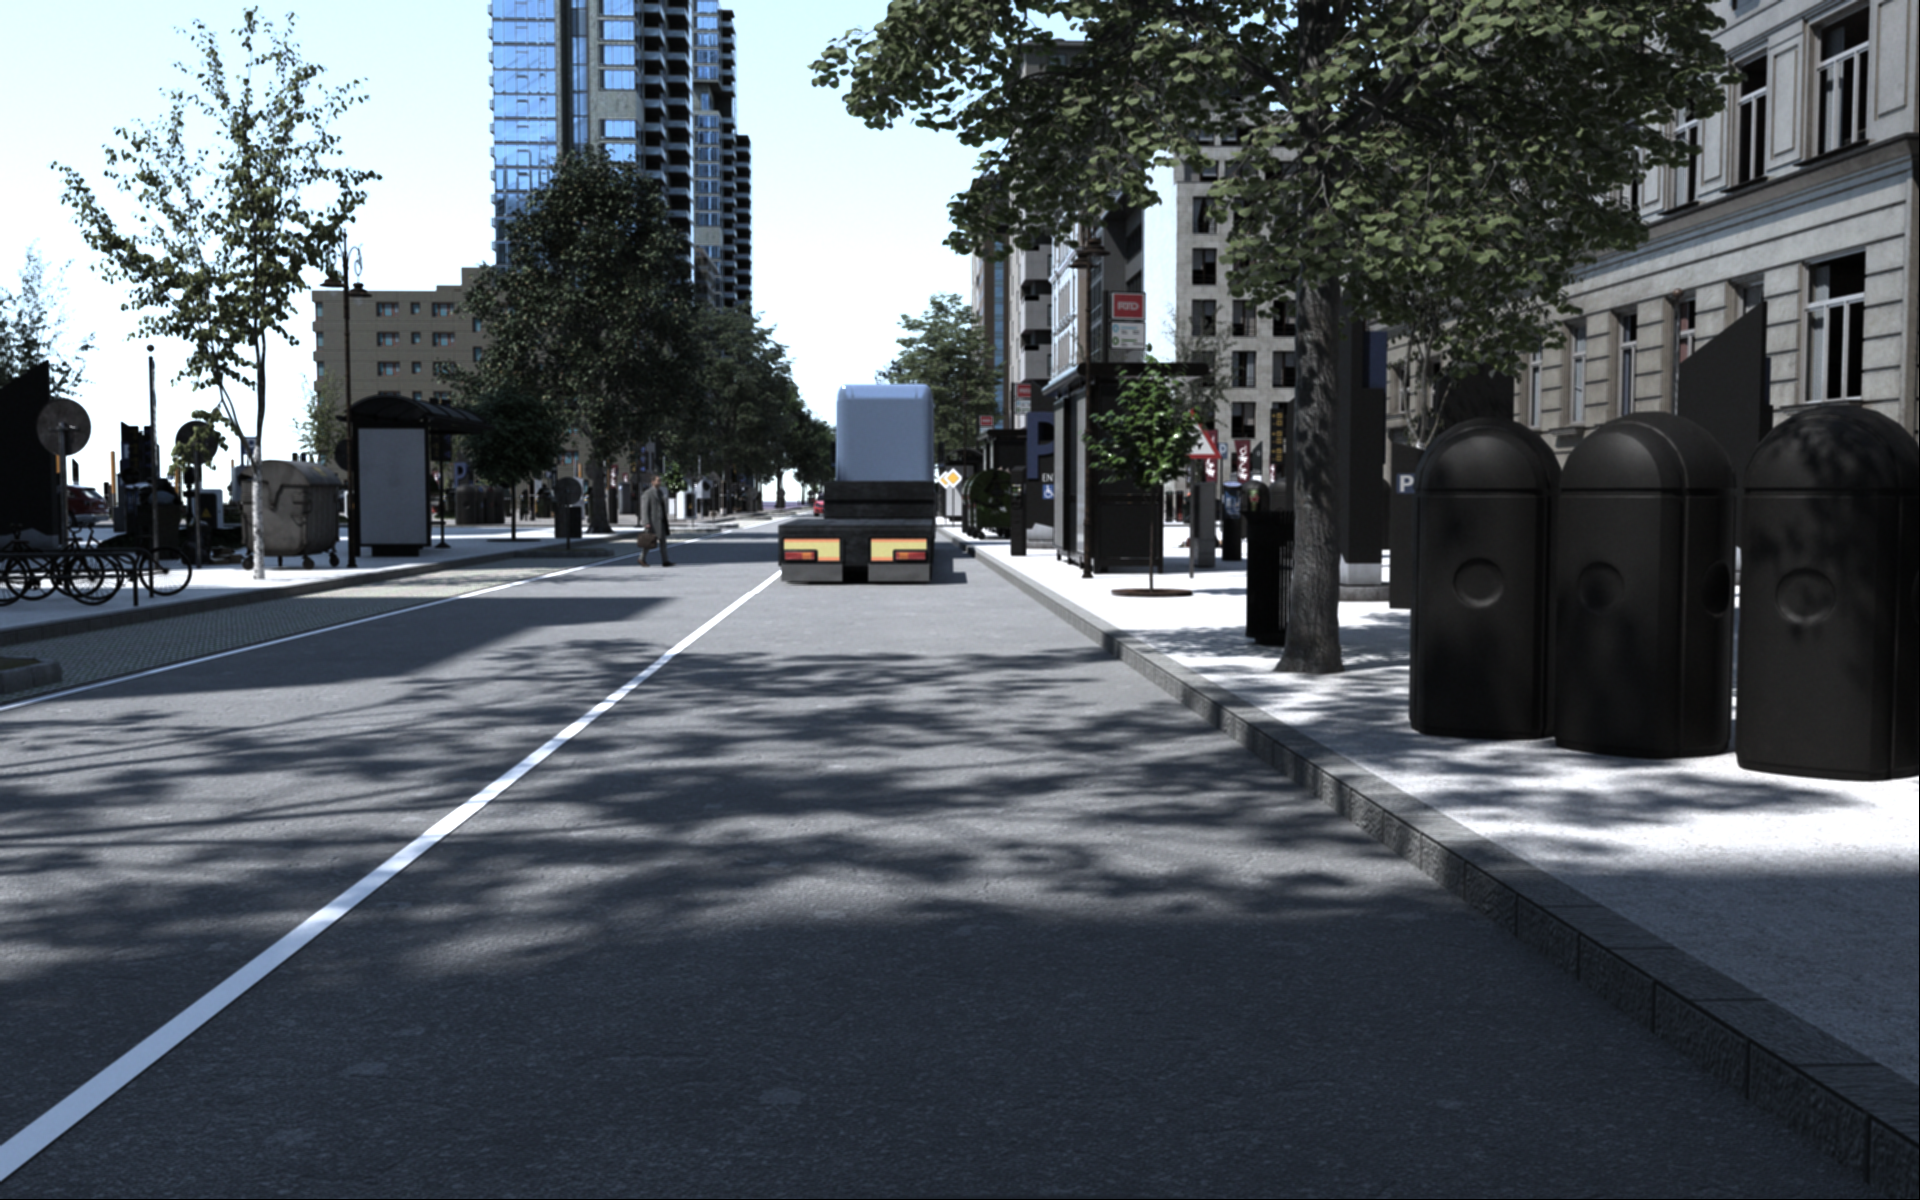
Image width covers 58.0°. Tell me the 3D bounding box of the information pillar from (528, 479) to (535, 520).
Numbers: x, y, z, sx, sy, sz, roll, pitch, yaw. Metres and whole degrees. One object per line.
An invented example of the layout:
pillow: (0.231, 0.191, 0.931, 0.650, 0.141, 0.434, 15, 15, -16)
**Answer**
information pillar: (-21.148, -4.958, 85.549, 0.304, 2.012, 0.304, -1, 4, -16)

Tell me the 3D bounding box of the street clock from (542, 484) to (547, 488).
street clock: (-29.260, -7.162, 121.663, 0.358, 2.002, 0.471, 2, 4, 25)

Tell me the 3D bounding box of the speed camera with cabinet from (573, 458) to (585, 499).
speed camera with cabinet: (-20.947, -6.161, 95.068, 0.660, 3.252, 2.038, -1, 4, -10)

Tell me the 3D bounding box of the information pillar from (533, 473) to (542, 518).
information pillar: (-23.053, -6.306, 94.452, 0.504, 3.616, 0.183, -2, 4, -31)

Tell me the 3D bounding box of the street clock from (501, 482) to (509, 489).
street clock: (-27.474, -6.121, 104.641, 0.471, 2.002, 0.358, 0, 4, 1)

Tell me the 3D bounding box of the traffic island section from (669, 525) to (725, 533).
traffic island section: (-10.120, -2.644, 65.505, 2.009, 0.180, 2.903, 0, 4, -3)

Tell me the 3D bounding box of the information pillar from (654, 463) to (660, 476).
information pillar: (-22.871, -8.524, 130.726, 0.504, 3.616, 0.183, 2, 4, 32)

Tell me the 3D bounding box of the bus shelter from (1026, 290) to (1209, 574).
bus shelter: (2.734, -3.318, 31.889, 2.179, 5.291, 8.768, 0, 4, -3)

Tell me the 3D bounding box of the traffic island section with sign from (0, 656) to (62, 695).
traffic island section with sign: (-7.803, -0.244, 12.623, 1.989, 1.847, 2.006, 0, 4, -3)

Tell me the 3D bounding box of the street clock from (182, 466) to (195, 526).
street clock: (-20.133, -2.489, 45.260, 0.358, 2.002, 0.471, -1, 4, -19)

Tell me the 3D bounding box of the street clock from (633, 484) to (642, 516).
street clock: (-18.687, -5.868, 100.506, 0.358, 2.002, 0.471, 3, 4, 36)

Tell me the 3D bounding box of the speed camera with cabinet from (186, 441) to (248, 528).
speed camera with cabinet: (-23.684, -3.746, 55.576, 2.038, 3.252, 0.660, -3, 4, -36)

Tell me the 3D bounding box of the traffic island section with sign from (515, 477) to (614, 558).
traffic island section with sign: (-8.978, -1.891, 39.553, 1.989, 1.847, 2.006, 0, 4, -3)

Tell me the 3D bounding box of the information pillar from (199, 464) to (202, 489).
information pillar: (-48.374, -7.270, 110.221, 0.183, 3.616, 0.504, 0, 4, 7)

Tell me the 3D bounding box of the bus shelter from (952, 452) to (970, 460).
bus shelter: (0.739, -6.607, 85.652, 2.179, 5.291, 8.768, 0, 4, -3)

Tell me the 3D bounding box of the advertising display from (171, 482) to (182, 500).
advertising display: (-43.785, -5.600, 96.774, 0.974, 1.923, 0.123, 3, 4, 39)

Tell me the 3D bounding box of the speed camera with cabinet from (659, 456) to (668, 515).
speed camera with cabinet: (-15.910, -5.905, 90.886, 0.660, 3.252, 2.038, -2, 4, -28)

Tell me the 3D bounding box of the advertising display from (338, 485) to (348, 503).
advertising display: (-43.629, -7.158, 122.248, 0.123, 1.923, 0.974, 3, 4, 36)

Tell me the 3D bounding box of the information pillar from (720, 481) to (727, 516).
information pillar: (-13.621, -5.820, 99.645, 0.304, 2.012, 0.304, -3, 5, -45)

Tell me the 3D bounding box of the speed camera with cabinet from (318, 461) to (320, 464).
speed camera with cabinet: (-38.457, -6.669, 103.377, 0.660, 3.252, 2.038, -1, 4, -22)

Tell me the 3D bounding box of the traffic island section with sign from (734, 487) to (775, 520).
traffic island section with sign: (-11.481, -5.353, 96.150, 1.989, 1.847, 2.006, 0, 4, -3)

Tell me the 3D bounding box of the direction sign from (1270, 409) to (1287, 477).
direction sign: (8.654, -3.296, 45.886, 0.876, 3.537, 0.379, 0, 4, 4)

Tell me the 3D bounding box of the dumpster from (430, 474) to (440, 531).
dumpster: (-13.826, -2.460, 42.713, 1.502, 2.255, 1.985, 0, 4, -2)

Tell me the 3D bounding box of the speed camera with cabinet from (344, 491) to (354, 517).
speed camera with cabinet: (-29.964, -5.689, 87.350, 2.038, 3.252, 0.660, 0, 4, 4)

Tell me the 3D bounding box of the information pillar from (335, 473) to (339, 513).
information pillar: (-21.562, -3.363, 59.482, 0.304, 2.012, 0.304, 1, 4, 18)

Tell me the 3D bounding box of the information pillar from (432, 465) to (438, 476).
information pillar: (-42.578, -9.122, 140.500, 0.504, 3.616, 0.183, -2, 4, -33)

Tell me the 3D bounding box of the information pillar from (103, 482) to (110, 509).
information pillar: (-51.377, -6.104, 104.294, 0.304, 2.012, 0.304, -1, 4, -20)

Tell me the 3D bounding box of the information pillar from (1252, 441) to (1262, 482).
information pillar: (13.105, -5.198, 76.343, 0.504, 3.616, 0.183, 3, 5, 44)

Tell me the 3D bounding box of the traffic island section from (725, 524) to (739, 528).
traffic island section: (-10.471, -3.132, 73.482, 2.009, 0.180, 2.903, 0, 4, -3)

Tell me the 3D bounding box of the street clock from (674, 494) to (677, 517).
street clock: (-16.185, -5.768, 98.877, 0.471, 2.002, 0.358, 0, 4, 1)

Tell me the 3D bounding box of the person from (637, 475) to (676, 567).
person: (-5.991, -1.563, 34.160, 0.767, 1.812, 0.694, 2, 4, 27)

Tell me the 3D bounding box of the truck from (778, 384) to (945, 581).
truck: (-1.765, -2.860, 36.528, 2.967, 4.110, 18.799, 0, 4, -1)

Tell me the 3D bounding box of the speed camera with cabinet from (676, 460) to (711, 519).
speed camera with cabinet: (-13.619, -5.763, 88.563, 0.660, 3.252, 2.038, 2, 4, 33)

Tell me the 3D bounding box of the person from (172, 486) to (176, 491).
person: (-30.512, -3.545, 67.136, 0.731, 1.740, 0.598, 0, 4, 8)

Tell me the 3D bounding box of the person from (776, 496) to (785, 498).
person: (-23.488, -13.298, 226.653, 1.217, 1.736, 0.721, 0, 4, -6)

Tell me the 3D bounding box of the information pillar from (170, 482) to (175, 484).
information pillar: (-49.794, -6.428, 109.593, 0.304, 2.012, 0.304, -1, 4, -16)

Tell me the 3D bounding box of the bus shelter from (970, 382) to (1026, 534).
bus shelter: (1.754, -5.042, 60.071, 2.179, 5.291, 8.768, 0, 4, -3)

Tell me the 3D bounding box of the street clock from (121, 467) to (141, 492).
street clock: (-22.538, -2.604, 47.139, 0.471, 2.002, 0.358, -1, 4, -19)

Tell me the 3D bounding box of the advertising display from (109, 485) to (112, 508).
advertising display: (-59.482, -7.114, 121.519, 0.123, 1.923, 0.974, -1, 4, -11)

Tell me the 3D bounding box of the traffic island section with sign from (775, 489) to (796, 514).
traffic island section with sign: (-12.667, -7.000, 123.079, 1.989, 1.847, 2.006, 0, 4, -3)

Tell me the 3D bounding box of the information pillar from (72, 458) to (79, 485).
information pillar: (-56.923, -7.348, 111.493, 0.183, 3.616, 0.504, 1, 4, 19)

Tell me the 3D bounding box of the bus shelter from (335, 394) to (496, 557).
bus shelter: (-11.770, -2.692, 37.936, 2.014, 3.302, 5.546, 0, 4, -3)

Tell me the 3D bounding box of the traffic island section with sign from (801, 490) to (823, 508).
traffic island section with sign: (-14.877, -10.081, 173.446, 1.989, 1.847, 2.006, 0, 4, -3)

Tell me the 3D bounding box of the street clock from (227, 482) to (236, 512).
street clock: (-41.449, -5.763, 98.792, 0.358, 2.002, 0.471, 0, 4, -7)

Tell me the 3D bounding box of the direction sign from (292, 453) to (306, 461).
direction sign: (-36.133, -6.288, 94.800, 0.379, 3.537, 0.876, 2, 4, 34)

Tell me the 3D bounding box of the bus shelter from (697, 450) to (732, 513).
bus shelter: (-17.167, -8.696, 119.816, 2.179, 5.291, 8.768, 0, 4, -2)

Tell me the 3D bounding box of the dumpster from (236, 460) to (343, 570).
dumpster: (-11.549, -1.475, 29.880, 1.264, 1.857, 1.865, 0, 4, -3)

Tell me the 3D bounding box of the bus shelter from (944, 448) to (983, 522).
bus shelter: (0.131, -5.163, 78.339, 2.014, 3.302, 5.546, 0, 4, -2)

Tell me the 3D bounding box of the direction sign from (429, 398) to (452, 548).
direction sign: (-12.326, -3.007, 41.165, 0.379, 3.537, 0.876, 1, 4, 14)
